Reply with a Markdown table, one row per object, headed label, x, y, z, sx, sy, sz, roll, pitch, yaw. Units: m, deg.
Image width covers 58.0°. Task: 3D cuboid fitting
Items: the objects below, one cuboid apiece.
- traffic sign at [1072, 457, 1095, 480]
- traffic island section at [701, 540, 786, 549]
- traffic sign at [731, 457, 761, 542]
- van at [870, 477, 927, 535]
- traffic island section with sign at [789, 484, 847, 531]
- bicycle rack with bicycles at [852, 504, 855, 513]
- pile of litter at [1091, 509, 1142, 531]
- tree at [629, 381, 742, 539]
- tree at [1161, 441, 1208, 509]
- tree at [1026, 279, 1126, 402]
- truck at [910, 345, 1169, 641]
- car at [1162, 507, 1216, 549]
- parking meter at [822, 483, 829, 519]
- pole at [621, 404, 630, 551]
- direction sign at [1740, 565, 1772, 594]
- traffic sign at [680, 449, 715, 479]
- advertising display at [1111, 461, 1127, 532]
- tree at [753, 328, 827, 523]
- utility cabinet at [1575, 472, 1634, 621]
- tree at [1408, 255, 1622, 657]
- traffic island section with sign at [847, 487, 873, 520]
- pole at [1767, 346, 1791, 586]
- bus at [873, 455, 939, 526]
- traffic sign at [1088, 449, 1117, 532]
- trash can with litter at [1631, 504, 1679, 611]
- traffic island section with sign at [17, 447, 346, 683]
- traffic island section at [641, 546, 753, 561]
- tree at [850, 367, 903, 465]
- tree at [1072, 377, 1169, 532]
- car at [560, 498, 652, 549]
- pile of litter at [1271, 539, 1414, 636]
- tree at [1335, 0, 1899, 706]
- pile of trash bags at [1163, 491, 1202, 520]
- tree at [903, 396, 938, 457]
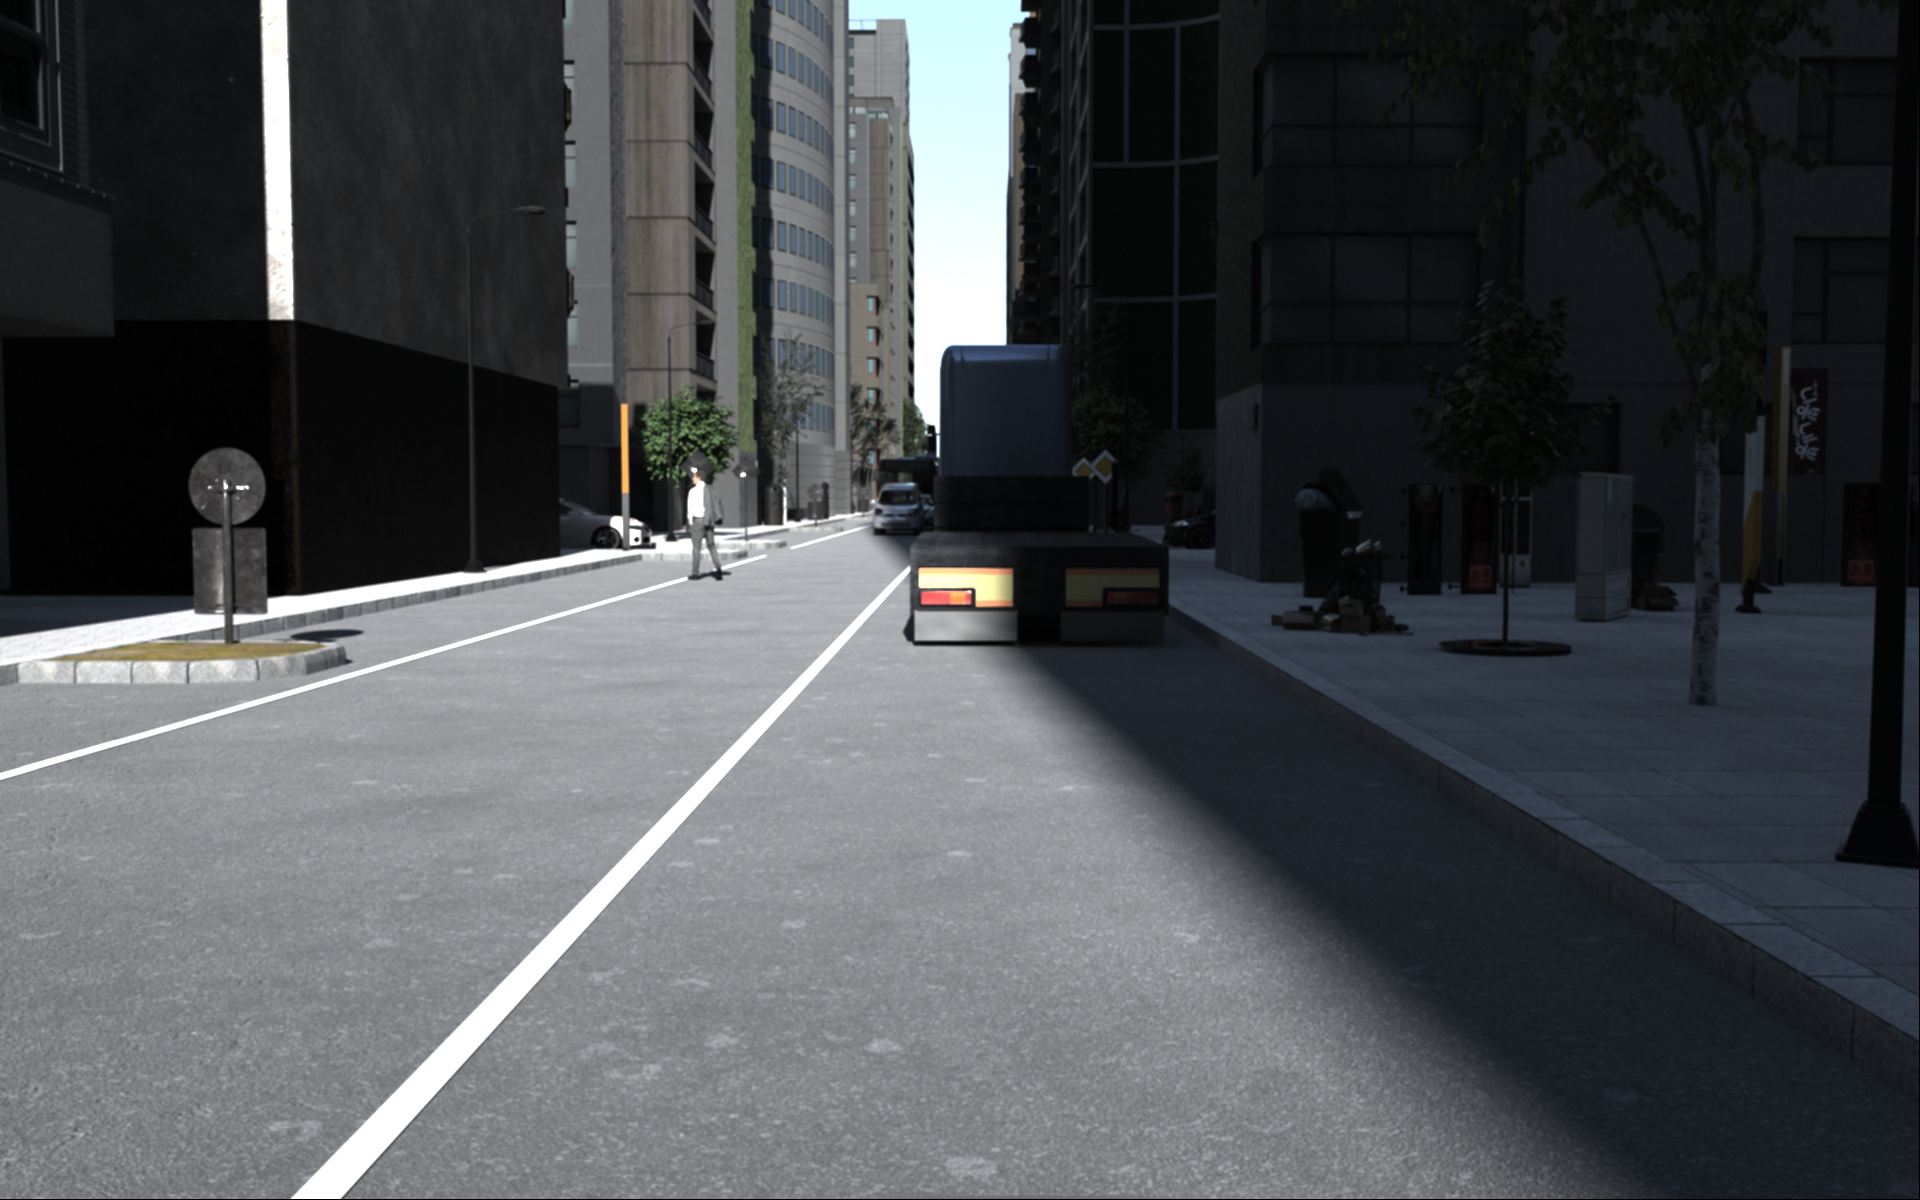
| label | x | y | z | sx | sy | sz | roll | pitch | yaw |
| --- | --- | --- | --- | --- | --- | --- | --- | --- | --- |
| traffic sign | 3.324 | -2.626 | 46.577 | 0.795 | 2.450 | 0.064 | 0 | 4 | 1 |
| traffic island section | -5.793 | -1.497 | 46.761 | 2.009 | 0.180 | 2.903 | 0 | 4 | 1 |
| traffic sign | -5.769 | -2.633 | 46.699 | 0.795 | 2.450 | 0.064 | 0 | 4 | 1 |
| van | -2.163 | -3.343 | 61.676 | 2.013 | 2.044 | 4.112 | 0 | 4 | 1 |
| traffic island section with sign | -5.570 | -3.588 | 67.284 | 1.989 | 1.847 | 2.006 | 0 | 4 | 1 |
| bicycle rack with bicycles | -8.034 | -6.207 | 114.867 | 2.852 | 0.926 | 2.925 | 3 | 5 | 43 |
| pile of litter | 5.446 | -2.823 | 60.122 | 1.719 | 0.858 | 1.176 | 1 | 4 | 15 |
| tree | -8.041 | -4.086 | 50.512 | 4.285 | 4.588 | 4.351 | 0 | 3 | 0 |
| tree | 8.156 | -4.041 | 60.672 | 1.663 | 3.219 | 1.824 | 0 | 3 | 0 |
| tree | 3.888 | -6.674 | 59.480 | 4.360 | 8.622 | 3.978 | 0 | 3 | 0 |
| truck | 0.793 | -2.183 | 25.458 | 2.967 | 4.110 | 18.799 | 0 | 4 | 0 |
| car | 7.129 | -2.029 | 42.953 | 4.222 | 1.686 | 2.009 | 0 | 4 | 2 |
| parking meter | -6.834 | -5.033 | 87.997 | 0.255 | 1.863 | 0.399 | 1 | 4 | 14 |
| pole | -7.592 | -2.782 | 39.322 | 0.158 | 3.312 | 0.155 | 0 | 3 | 0 |
| direction sign | 10.347 | -1.860 | 22.405 | 0.379 | 3.537 | 0.876 | 2 | 4 | 26 |
| traffic sign | -5.858 | -2.145 | 38.714 | 0.795 | 2.450 | 0.064 | 0 | 4 | 1 |
| advertising display | 3.099 | -1.745 | 33.740 | 0.123 | 1.923 | 0.974 | 1 | 4 | 15 |
| tree | -7.921 | -7.672 | 75.802 | 4.360 | 8.622 | 3.978 | 0 | 3 | 0 |
| utility cabinet | 6.640 | -0.558 | 17.801 | 0.318 | 1.500 | 1.173 | 2 | 4 | 33 |
| tree | 4.588 | -1.193 | 14.103 | 1.663 | 3.219 | 1.824 | 0 | 3 | 0 |
| traffic island section with sign | -5.266 | -5.300 | 95.282 | 1.989 | 1.847 | 2.006 | 0 | 4 | 1 |
| pole | 11.389 | -1.849 | 24.075 | 0.158 | 3.312 | 0.155 | 0 | 3 | 0 |
| bus | -2.225 | -5.306 | 81.618 | 2.948 | 3.499 | 13.247 | 0 | 4 | 1 |
| traffic sign | 3.235 | -2.138 | 38.592 | 0.795 | 2.450 | 0.064 | 0 | 4 | 1 |
| trash can with litter | 7.722 | -0.488 | 19.365 | 0.624 | 1.170 | 1.055 | 0 | 4 | -4 |
| traffic island section with sign | -6.161 | -0.333 | 14.069 | 1.989 | 1.847 | 2.006 | 0 | 4 | 1 |
| traffic island section | -5.882 | -1.009 | 38.776 | 2.009 | 0.180 | 2.903 | 0 | 4 | 1 |
| tree | -8.067 | -11.212 | 117.721 | 8.767 | 10.594 | 7.601 | 0 | 4 | -6 |
| tree | 4.160 | -4.216 | 52.639 | 4.285 | 4.588 | 4.351 | 0 | 3 | 0 |
| car | -10.197 | -1.911 | 43.608 | 4.827 | 1.381 | 2.083 | 0 | 4 | -1 |
| pile of litter | 3.614 | -0.151 | 16.429 | 1.176 | 0.858 | 1.719 | 0 | 4 | -6 |
| tree | 4.301 | -3.667 | 10.313 | 4.737 | 8.622 | 4.395 | 0 | 3 | 0 |
| pile of trash bags | 7.877 | -2.796 | 55.464 | 3.447 | 1.369 | 1.912 | -3 | 4 | -37 |
| tree | -6.747 | -17.204 | 198.291 | 9.611 | 12.733 | 9.660 | 0 | 3 | 0 |
